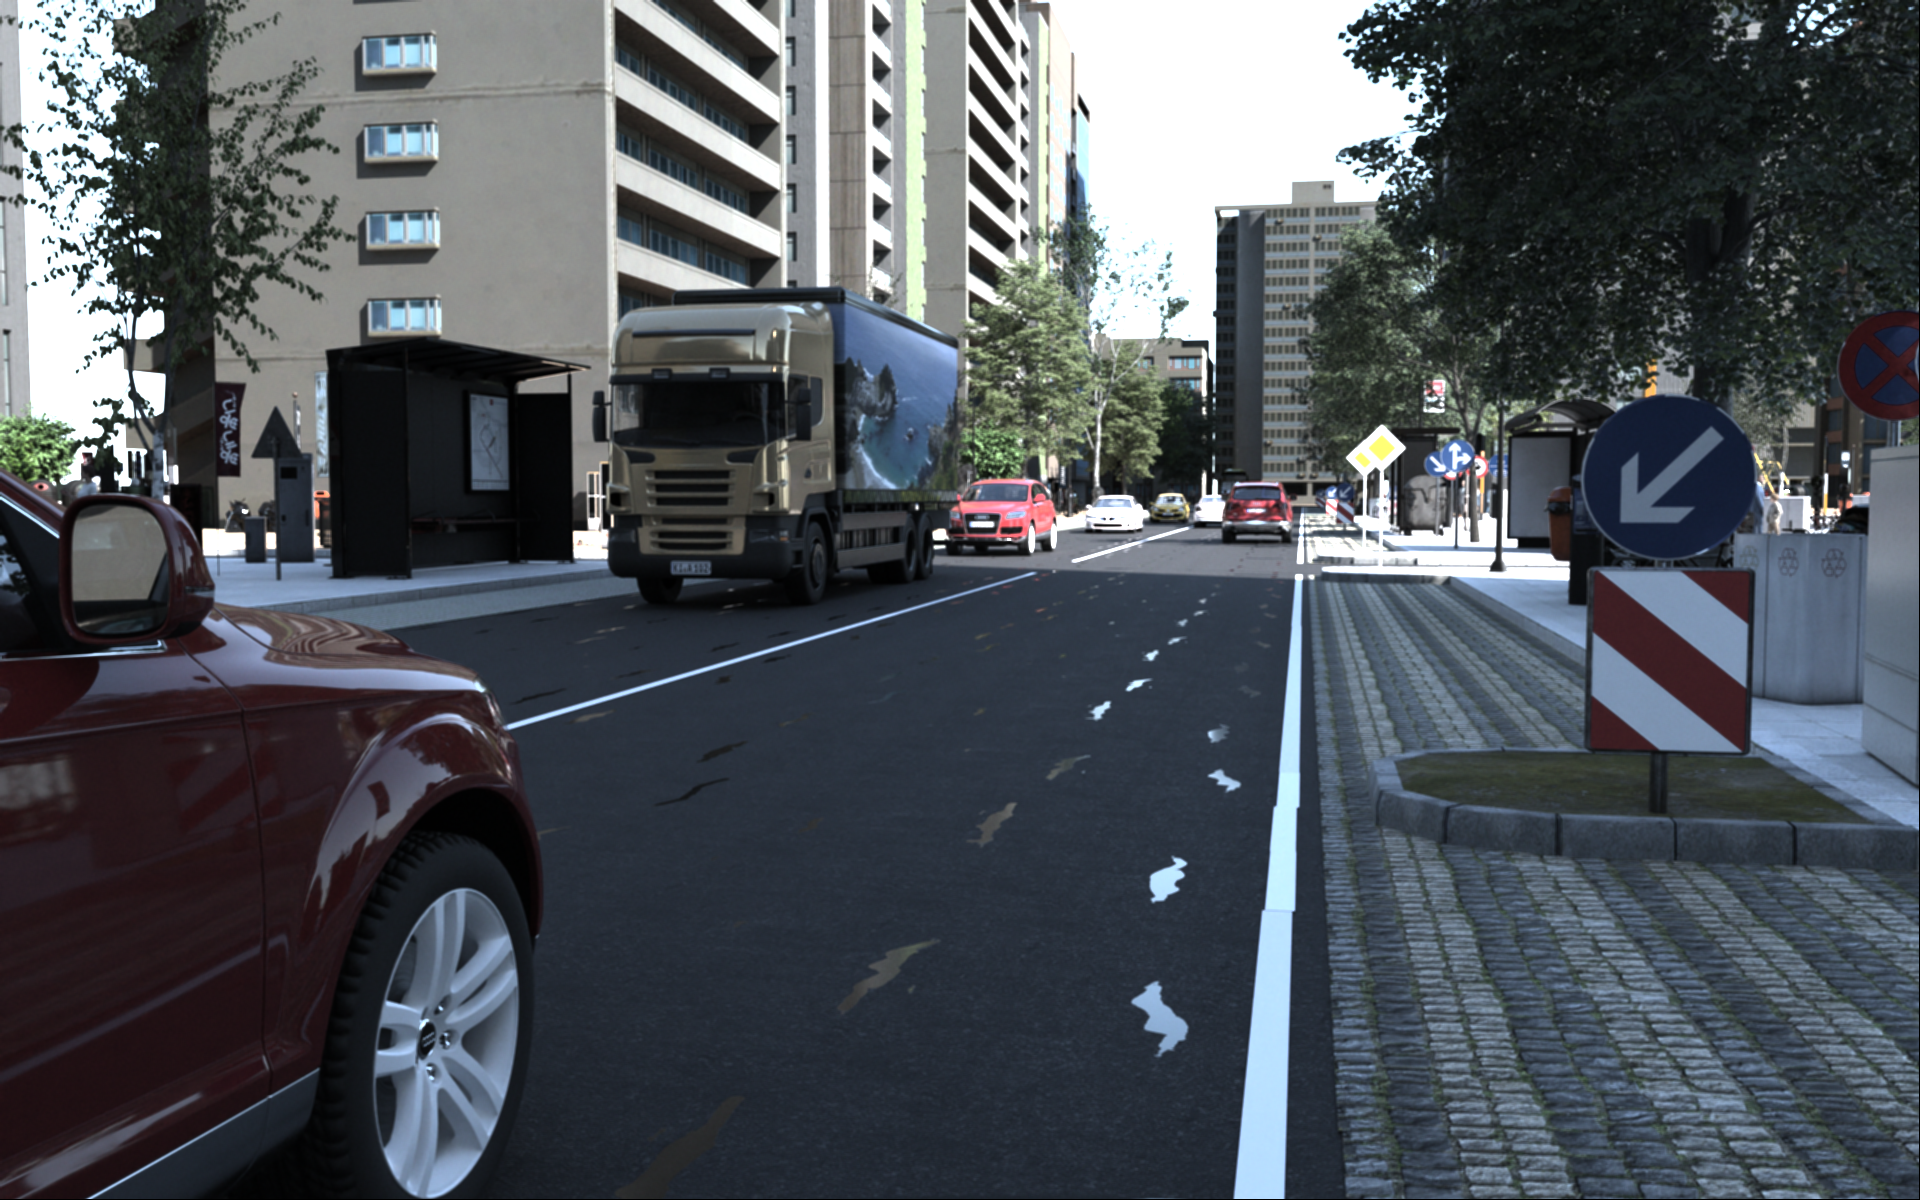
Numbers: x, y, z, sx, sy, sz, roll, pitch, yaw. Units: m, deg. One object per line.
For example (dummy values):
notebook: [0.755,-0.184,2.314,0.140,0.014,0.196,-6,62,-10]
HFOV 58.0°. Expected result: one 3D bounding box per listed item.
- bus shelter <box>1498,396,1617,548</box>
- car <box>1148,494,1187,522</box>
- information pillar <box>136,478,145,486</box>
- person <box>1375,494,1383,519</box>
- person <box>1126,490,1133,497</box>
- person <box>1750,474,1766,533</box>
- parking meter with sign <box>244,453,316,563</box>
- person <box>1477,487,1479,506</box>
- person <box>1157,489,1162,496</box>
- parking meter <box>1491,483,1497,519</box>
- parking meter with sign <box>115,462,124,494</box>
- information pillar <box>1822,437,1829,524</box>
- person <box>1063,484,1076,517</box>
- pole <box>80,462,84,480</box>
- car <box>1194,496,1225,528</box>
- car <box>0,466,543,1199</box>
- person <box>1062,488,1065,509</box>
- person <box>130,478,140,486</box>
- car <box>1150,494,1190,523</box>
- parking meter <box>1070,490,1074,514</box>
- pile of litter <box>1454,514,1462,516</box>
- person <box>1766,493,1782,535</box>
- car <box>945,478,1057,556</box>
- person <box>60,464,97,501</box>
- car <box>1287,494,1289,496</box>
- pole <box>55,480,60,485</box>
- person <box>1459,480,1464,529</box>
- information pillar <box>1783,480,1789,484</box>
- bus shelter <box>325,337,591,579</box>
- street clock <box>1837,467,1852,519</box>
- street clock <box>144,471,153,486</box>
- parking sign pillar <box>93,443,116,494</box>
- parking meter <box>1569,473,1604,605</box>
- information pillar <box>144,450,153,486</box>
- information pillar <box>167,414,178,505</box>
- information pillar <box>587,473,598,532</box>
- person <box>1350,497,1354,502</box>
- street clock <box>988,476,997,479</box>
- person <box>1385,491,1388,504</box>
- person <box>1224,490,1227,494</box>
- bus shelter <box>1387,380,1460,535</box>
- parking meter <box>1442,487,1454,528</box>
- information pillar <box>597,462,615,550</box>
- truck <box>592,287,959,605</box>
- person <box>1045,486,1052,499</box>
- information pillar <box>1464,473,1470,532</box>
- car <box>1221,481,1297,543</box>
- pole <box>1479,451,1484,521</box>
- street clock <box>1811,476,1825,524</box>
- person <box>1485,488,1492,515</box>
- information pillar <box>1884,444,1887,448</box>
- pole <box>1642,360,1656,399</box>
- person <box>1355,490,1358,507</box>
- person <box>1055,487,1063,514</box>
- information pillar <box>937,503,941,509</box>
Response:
bus shelter: [13.307,-2.732,38.600,2.014,3.302,5.546,1,4,11]
car: [10.944,-4.961,90.906,2.009,1.686,4.222,1,4,12]
information pillar: [-36.731,-4.474,77.640,0.304,2.012,0.304,0,4,0]
person: [21.409,-4.783,88.526,0.425,1.301,0.394,2,4,28]
person: [17.668,-10.728,182.239,1.217,1.735,0.721,-2,4,-24]
person: [20.313,-2.313,44.040,0.419,1.800,0.721,0,4,7]
parking meter with sign: [-12.507,-2.217,32.512,1.738,3.016,0.543,-1,4,-15]
person: [29.608,-5.698,99.222,0.581,1.822,0.654,2,4,31]
person: [20.149,-10.293,174.785,0.683,1.767,0.568,1,4,21]
parking meter: [27.754,-5.135,89.674,0.255,1.863,0.399,-2,4,-33]
parking meter with sign: [-45.733,-5.949,93.526,0.543,3.016,1.738,0,4,-5]
information pillar: [35.289,-4.848,70.617,0.183,3.616,0.504,1,4,19]
person: [6.139,-5.604,97.451,0.755,1.850,0.659,2,4,35]
pole: [-56.303,-7.171,111.091,0.158,3.312,0.155,0,3,0]
car: [11.152,-3.813,74.710,2.083,1.381,4.827,1,4,13]
car: [-2.256,0.416,1.865,2.281,1.827,5.304,1,4,11]
person: [8.191,-7.855,135.194,0.721,1.743,1.217,-3,5,-42]
person: [-17.582,-1.719,37.099,0.515,1.767,0.782,3,5,45]
car: [10.511,-4.661,86.428,2.015,1.641,3.980,1,4,10]
parking meter: [7.179,-6.332,111.947,0.372,1.533,0.369,0,3,0]
pile of litter: [28.464,-5.133,97.897,1.176,0.858,1.719,0,4,6]
person: [19.373,-1.888,41.191,0.640,1.303,0.475,-1,4,-14]
car: [1.053,-2.038,41.995,2.281,1.827,5.304,1,4,12]
person: [-14.042,-1.290,27.707,0.480,1.755,0.524,3,5,42]
car: [33.227,-10.549,181.156,2.281,1.827,5.304,1,4,12]
pole: [-42.018,-5.311,80.678,0.158,3.312,0.155,0,3,0]
person: [18.653,-3.535,63.954,0.853,1.813,0.709,-3,5,-42]
information pillar: [42.462,-5.179,89.174,0.304,2.012,0.304,3,5,42]
bus shelter: [-8.220,-2.314,29.112,1.731,3.624,6.357,1,4,11]
street clock: [23.773,-2.568,46.562,0.358,2.002,0.471,2,4,35]
street clock: [-24.844,-2.983,53.337,0.358,2.002,0.471,2,4,25]
parking sign pillar: [-45.342,-6.303,91.532,1.447,3.967,1.447,2,4,25]
parking meter: [7.273,-0.714,20.092,0.372,1.533,0.369,0,3,0]
information pillar: [-39.762,-5.725,84.962,0.183,3.616,0.504,1,4,15]
information pillar: [-23.057,-3.631,50.720,0.504,3.616,0.183,3,5,44]
information pillar: [-12.503,-3.340,59.096,0.304,2.012,0.304,1,4,11]
person: [31.833,-8.033,140.567,0.628,1.438,0.799,-1,4,-18]
street clock: [1.301,-3.994,69.868,0.358,2.002,0.471,-1,4,-20]
person: [21.789,-4.957,87.430,0.444,1.785,0.601,-3,5,-45]
person: [20.311,-7.514,132.066,0.721,1.736,1.217,2,4,27]
bus shelter: [15.482,-4.956,58.665,2.179,5.291,8.768,1,4,11]
parking meter: [18.544,-3.515,65.888,0.372,1.533,0.369,0,3,0]
information pillar: [-8.120,-2.177,40.086,0.304,2.012,0.304,1,4,14]
truck: [-2.316,-2.262,25.898,2.839,4.237,11.283,1,4,11]
person: [5.718,-6.567,113.601,0.592,1.802,0.473,1,4,17]
information pillar: [17.422,-3.345,59.186,0.304,2.012,0.304,0,4,-3]
car: [8.964,-2.653,52.046,2.281,1.827,5.304,1,4,11]
pole: [24.766,-5.406,82.231,0.158,3.312,0.155,0,3,0]
street clock: [33.993,-3.920,68.661,0.358,2.002,0.471,-3,4,-38]
person: [32.315,-6.062,105.425,0.793,1.790,0.793,1,4,16]
information pillar: [41.639,-5.301,78.025,0.504,3.616,0.183,-2,4,-30]
pole: [10.433,-1.985,26.296,0.158,3.312,0.155,0,3,0]
person: [39.766,-10.199,173.518,0.721,1.743,1.217,1,4,20]
person: [6.275,-6.285,109.216,0.576,1.772,0.534,2,4,30]
information pillar: [-1.185,-5.150,88.700,0.304,2.012,0.304,-2,4,-23]
